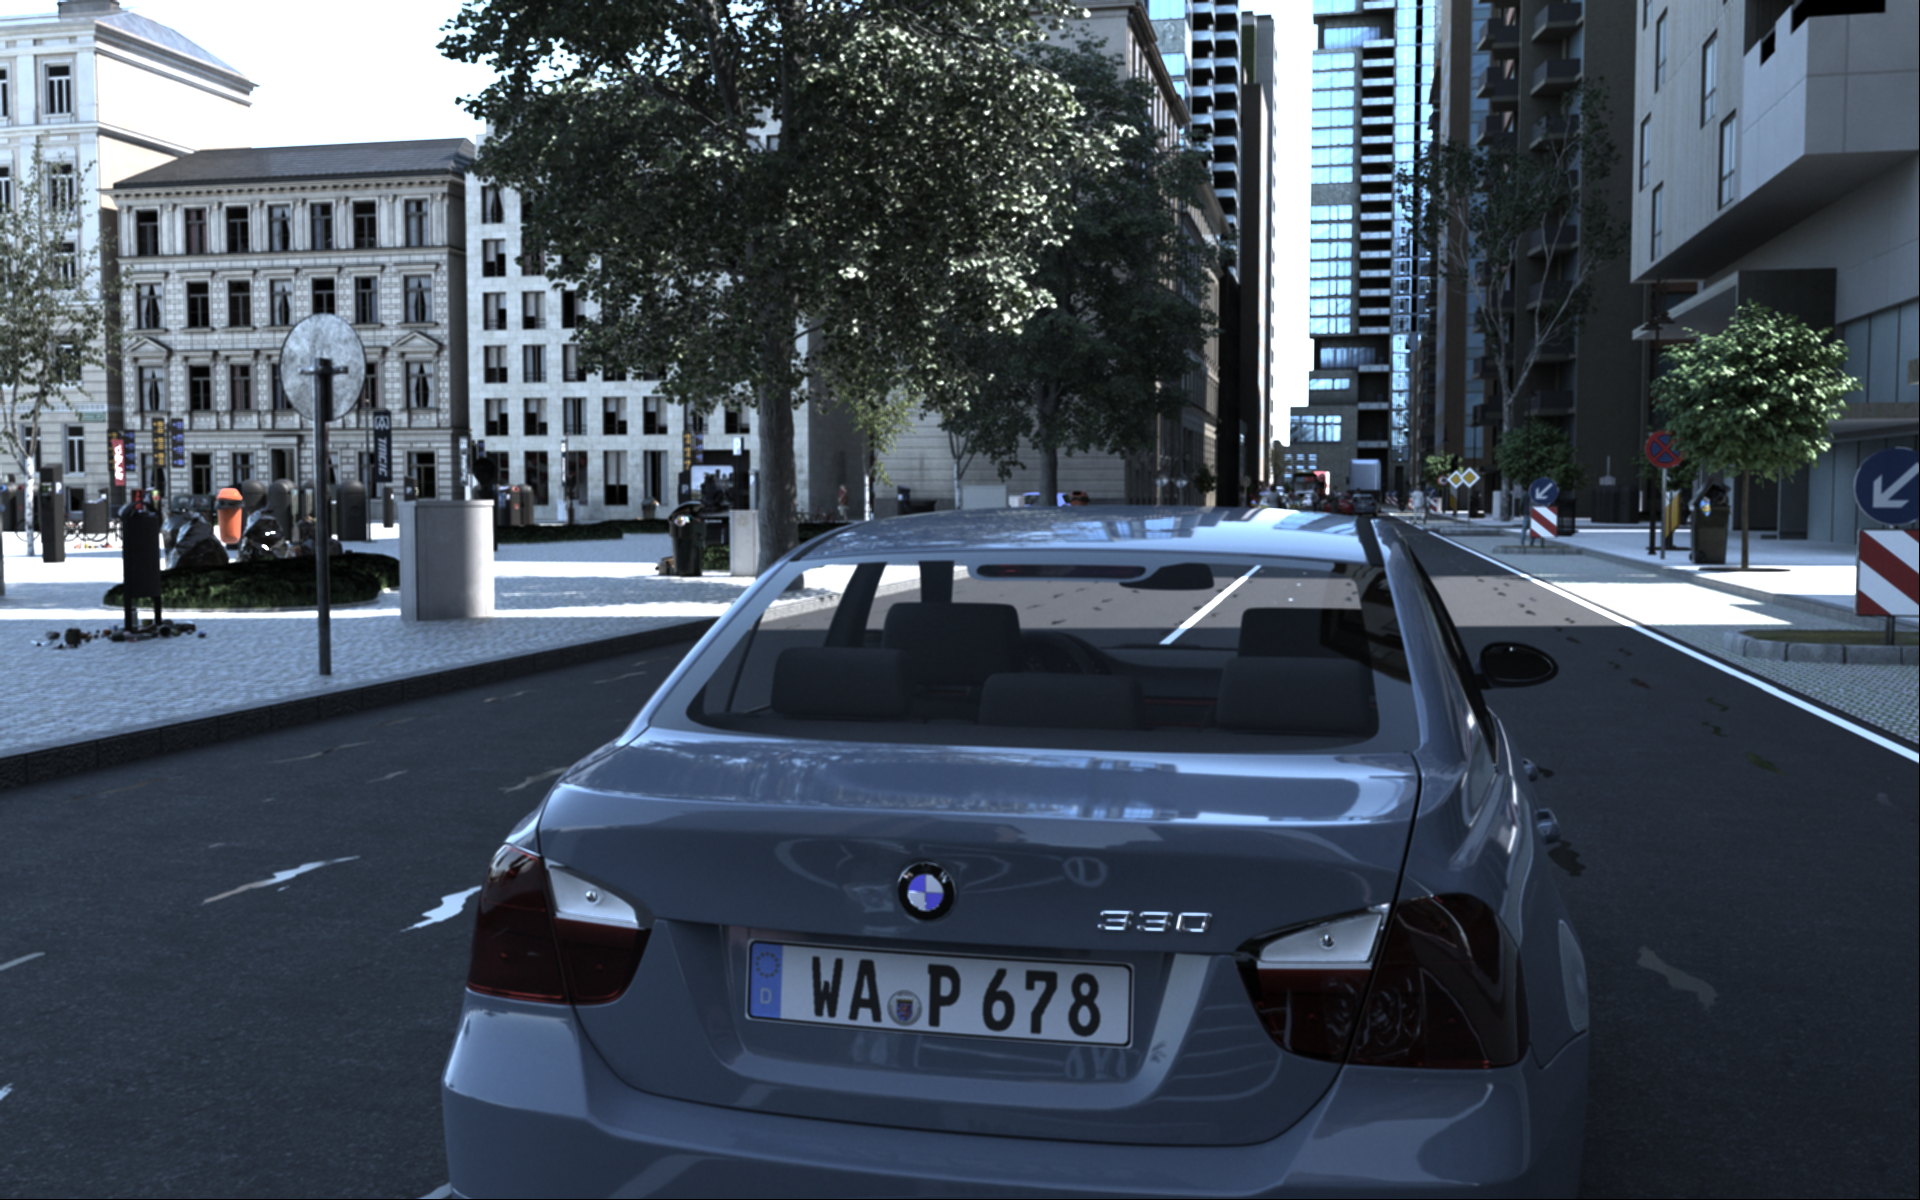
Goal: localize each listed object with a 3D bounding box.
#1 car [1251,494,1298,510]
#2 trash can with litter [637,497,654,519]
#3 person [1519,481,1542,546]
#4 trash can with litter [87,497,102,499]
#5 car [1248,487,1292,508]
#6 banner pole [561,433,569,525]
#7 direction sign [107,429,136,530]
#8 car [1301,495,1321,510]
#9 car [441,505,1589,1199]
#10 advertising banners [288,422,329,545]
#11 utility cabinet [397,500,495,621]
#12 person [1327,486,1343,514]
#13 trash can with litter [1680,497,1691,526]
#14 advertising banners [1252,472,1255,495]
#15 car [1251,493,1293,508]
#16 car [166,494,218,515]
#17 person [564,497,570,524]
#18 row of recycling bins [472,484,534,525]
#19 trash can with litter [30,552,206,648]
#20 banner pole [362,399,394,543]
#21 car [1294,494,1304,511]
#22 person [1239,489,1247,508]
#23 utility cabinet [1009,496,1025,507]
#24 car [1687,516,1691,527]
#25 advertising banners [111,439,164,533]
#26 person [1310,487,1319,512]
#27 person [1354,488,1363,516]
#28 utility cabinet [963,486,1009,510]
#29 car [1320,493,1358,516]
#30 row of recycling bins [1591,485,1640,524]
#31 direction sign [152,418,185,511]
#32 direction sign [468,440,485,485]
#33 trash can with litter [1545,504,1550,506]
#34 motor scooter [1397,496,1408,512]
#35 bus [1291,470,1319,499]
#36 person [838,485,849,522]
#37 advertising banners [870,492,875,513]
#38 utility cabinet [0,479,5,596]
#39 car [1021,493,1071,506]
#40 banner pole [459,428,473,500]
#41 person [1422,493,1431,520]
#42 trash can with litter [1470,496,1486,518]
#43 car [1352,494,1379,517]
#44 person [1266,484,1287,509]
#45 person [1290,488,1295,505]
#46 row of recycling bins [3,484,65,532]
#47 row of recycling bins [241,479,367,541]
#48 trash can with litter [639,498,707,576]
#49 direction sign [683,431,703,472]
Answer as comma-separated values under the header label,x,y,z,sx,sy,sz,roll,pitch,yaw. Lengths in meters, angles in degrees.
label,x,y,z,sx,sy,sz,roll,pitch,yaw
car,14.031,-4.092,77.128,2.015,1.641,3.980,1,4,13
trash can with litter,-12.776,-3.617,70.522,0.624,1.170,1.055,2,4,24
person,14.983,-2.237,45.428,0.623,1.781,0.721,1,4,21
trash can with litter,-20.011,-1.830,40.985,2.233,1.210,1.678,-3,5,-40
car,16.626,-5.134,92.618,2.281,1.827,5.304,1,4,14
banner pole,-16.201,-4.959,71.101,0.401,3.779,0.863,1,4,8
direction sign,-29.332,-4.198,60.641,0.876,3.537,0.379,-1,4,-16
car,31.071,-8.615,153.215,2.083,1.381,4.827,1,4,11
car,0.472,0.470,4.311,2.014,1.417,4.499,1,4,14
advertising banners,-15.867,-2.816,42.232,2.074,3.025,0.090,3,5,43
utility cabinet,-5.310,-0.414,17.923,0.306,1.237,1.020,2,4,33
person,19.456,-4.997,90.167,0.822,1.834,0.622,3,5,39
trash can with litter,29.642,-3.608,70.372,0.624,1.170,1.055,0,4,0
advertising banners,22.987,-8.508,135.291,0.090,3.025,2.074,0,4,3
car,14.686,-4.396,81.460,1.945,1.707,3.694,1,4,12
car,-33.924,-4.208,78.580,4.222,1.686,2.009,1,4,11
person,-17.344,-3.917,76.826,0.394,1.301,0.425,1,4,19
row of recycling bins,-18.292,-3.800,69.251,1.069,1.692,3.534,1,4,20
trash can with litter,-7.601,-0.267,15.425,1.678,1.210,2.233,0,4,4
banner pole,-15.452,-3.418,45.901,0.863,3.779,0.401,0,4,-4
car,23.504,-6.946,123.357,2.009,1.686,4.222,1,4,13
person,15.661,-5.290,95.993,0.522,1.701,0.512,-3,4,-36
utility cabinet,2.067,-3.315,65.359,0.306,1.237,1.020,-2,4,-29
car,30.493,-3.306,66.413,4.827,1.381,2.083,1,4,14
advertising banners,-26.377,-3.631,55.559,0.090,3.025,2.074,1,4,20
person,21.523,-5.932,105.336,0.661,1.843,0.795,-3,5,-42
person,26.005,-6.415,113.479,0.850,1.850,0.679,3,4,36
utility cabinet,0.675,-2.235,45.223,1.173,1.500,0.318,1,4,15
car,22.124,-5.636,101.195,2.155,1.783,4.494,1,4,14
row of recycling bins,28.846,-4.234,76.337,1.069,1.692,3.534,0,4,-4
direction sign,-23.538,-3.642,51.546,0.876,3.537,0.379,-3,5,-39
direction sign,-20.272,-4.935,72.690,0.876,3.537,0.379,2,4,29
trash can with litter,18.784,-2.727,55.975,0.624,1.170,1.055,1,4,13
motor scooter,33.391,-7.214,130.729,0.815,1.314,1.986,1,4,14
bus,36.608,-11.769,183.962,2.896,3.916,12.252,1,4,11
person,-4.876,-3.927,72.679,0.580,1.828,0.573,3,5,44
advertising banners,-5.092,-7.264,114.954,2.074,3.025,0.090,-2,4,-33
utility cabinet,-12.082,-0.747,20.896,0.318,1.500,1.173,1,4,10
car,2.970,-3.773,71.276,3.694,1.707,1.945,1,4,14
banner pole,-18.753,-4.641,65.896,0.863,3.779,0.401,2,4,33
person,25.307,-5.060,93.830,0.503,1.515,0.523,3,5,40
trash can with litter,27.500,-4.932,92.028,0.624,1.170,1.055,-2,4,-29
car,25.125,-5.873,108.025,2.014,1.417,4.499,1,4,14
person,10.840,-3.076,59.144,0.716,1.782,0.532,2,4,29
person,20.552,-6.047,107.375,0.388,1.821,0.555,-2,4,-26
row of recycling bins,-32.044,-3.173,58.985,3.534,1.692,1.069,1,4,16
row of recycling bins,-18.063,-2.473,47.541,3.534,1.692,1.069,0,4,-1
trash can with litter,-4.452,-0.969,27.223,0.624,1.170,1.055,-3,5,-43
direction sign,-9.592,-4.299,62.283,0.379,3.537,0.876,3,5,43
